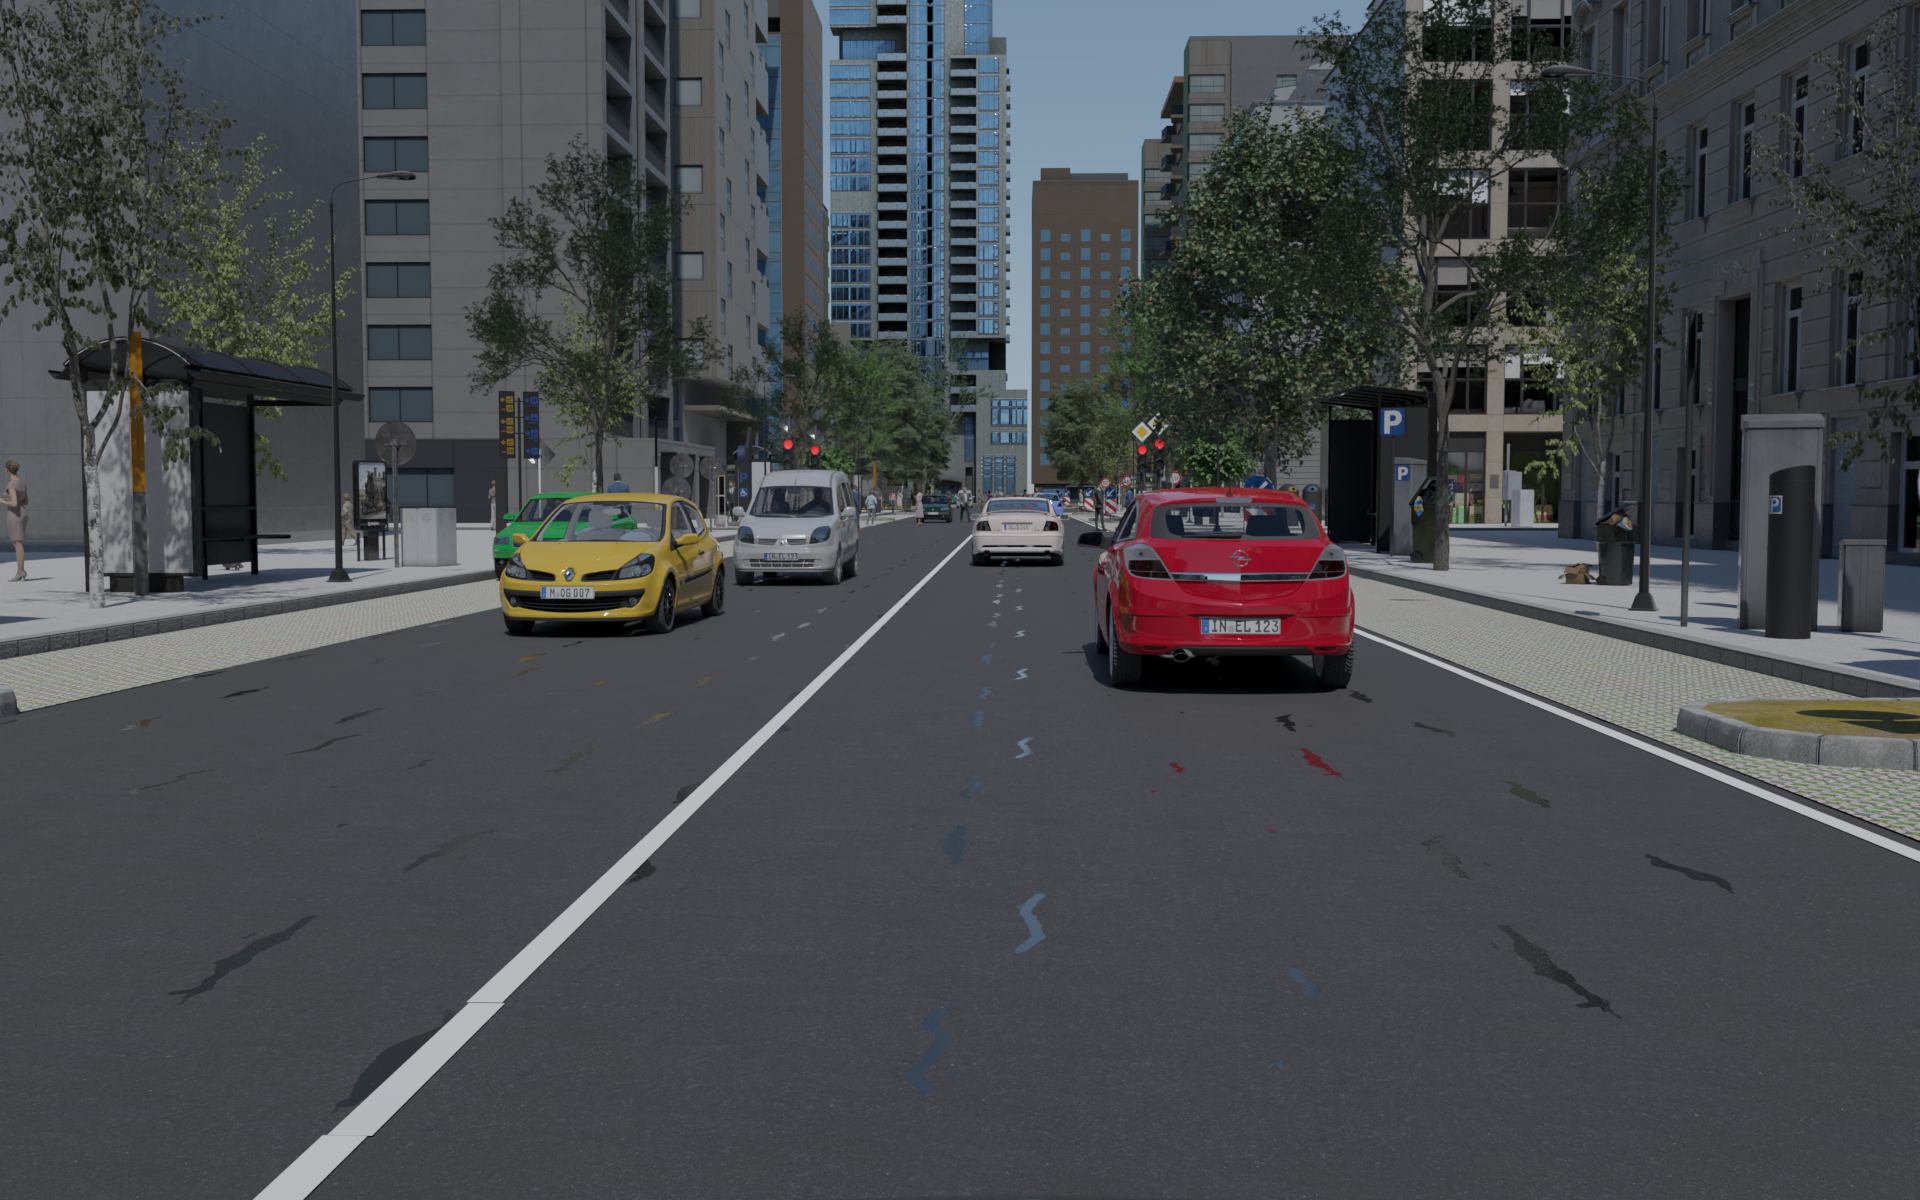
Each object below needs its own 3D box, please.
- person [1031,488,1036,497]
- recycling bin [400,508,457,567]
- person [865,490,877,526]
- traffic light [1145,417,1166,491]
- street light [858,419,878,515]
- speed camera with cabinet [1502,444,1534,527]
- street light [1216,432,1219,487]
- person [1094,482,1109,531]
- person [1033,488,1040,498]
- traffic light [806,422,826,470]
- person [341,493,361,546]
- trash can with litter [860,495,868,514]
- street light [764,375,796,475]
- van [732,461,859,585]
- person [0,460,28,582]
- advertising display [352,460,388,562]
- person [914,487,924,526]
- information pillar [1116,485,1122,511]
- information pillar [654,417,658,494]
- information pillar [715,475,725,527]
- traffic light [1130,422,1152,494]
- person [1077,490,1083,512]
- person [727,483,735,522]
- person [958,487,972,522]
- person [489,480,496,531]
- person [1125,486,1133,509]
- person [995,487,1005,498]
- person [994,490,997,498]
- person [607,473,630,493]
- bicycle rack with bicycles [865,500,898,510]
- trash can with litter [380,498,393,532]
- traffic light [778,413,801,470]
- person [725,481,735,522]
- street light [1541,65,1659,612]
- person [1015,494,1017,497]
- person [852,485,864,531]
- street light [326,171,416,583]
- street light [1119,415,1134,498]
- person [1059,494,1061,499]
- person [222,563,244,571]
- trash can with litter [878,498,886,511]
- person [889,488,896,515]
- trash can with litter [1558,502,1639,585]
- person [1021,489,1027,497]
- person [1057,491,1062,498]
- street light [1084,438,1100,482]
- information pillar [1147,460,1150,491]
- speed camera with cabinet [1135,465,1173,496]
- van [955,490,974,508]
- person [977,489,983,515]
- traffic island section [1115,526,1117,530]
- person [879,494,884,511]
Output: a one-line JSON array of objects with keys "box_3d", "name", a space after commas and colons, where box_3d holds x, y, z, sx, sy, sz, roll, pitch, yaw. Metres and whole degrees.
[{"box_3d": [4.670, -6.052, 107.439, 0.794, 1.824, 0.713, 2, 4, 33], "name": "person"}, {"box_3d": [-9.457, -1.119, 30.845, 0.722, 1.027, 0.722, 1, 4, 15], "name": "recycling bin"}, {"box_3d": [-3.957, -4.116, 77.612, 0.589, 1.601, 0.330, 2, 4, 28], "name": "person"}, {"box_3d": [6.788, -4.307, 59.335, 0.839, 4.253, 0.868, 0, 4, 2], "name": "traffic light"}, {"box_3d": [-5.781, -8.279, 107.896, 1.470, 5.913, 1.316, 0, 4, 2], "name": "street light"}, {"box_3d": [21.821, -4.486, 67.687, 0.660, 3.252, 2.038, 0, 4, -1], "name": "speed camera with cabinet"}, {"box_3d": [8.274, -5.300, 59.196, 1.470, 5.913, 1.316, 0, 4, 2], "name": "street light"}, {"box_3d": [5.468, -3.630, 67.216, 0.474, 1.900, 0.648, -1, 4, -22], "name": "person"}, {"box_3d": [4.640, -5.902, 105.087, 0.616, 1.811, 0.778, 1, 4, 14], "name": "person"}, {"box_3d": [-5.614, -4.818, 67.701, 0.839, 4.253, 0.868, 0, 4, 2], "name": "traffic light"}, {"box_3d": [-15.140, -1.987, 42.803, 0.640, 1.303, 0.475, -1, 4, -10], "name": "person"}, {"box_3d": [-6.753, -6.521, 117.670, 2.233, 1.210, 1.678, 3, 4, 38], "name": "trash can with litter"}, {"box_3d": [-7.074, -5.816, 67.639, 1.470, 5.913, 1.316, 0, 4, 2], "name": "street light"}, {"box_3d": [-2.664, -1.326, 28.693, 2.013, 2.044, 4.112, 0, 4, 3], "name": "van"}, {"box_3d": [-13.851, -1.161, 25.360, 0.374, 1.781, 0.599, 0, 4, -8], "name": "person"}, {"box_3d": [-11.339, -1.719, 33.317, 0.123, 1.923, 0.974, 1, 4, 14], "name": "advertising display"}, {"box_3d": [-1.910, -4.222, 78.093, 0.524, 1.755, 0.480, 2, 4, 23], "name": "person"}, {"box_3d": [12.287, -7.905, 133.735, 0.304, 2.012, 0.304, -3, 5, -41], "name": "information pillar"}, {"box_3d": [-9.317, -3.778, 53.132, 0.183, 3.616, 0.504, -1, 4, -11], "name": "information pillar"}, {"box_3d": [-9.399, -3.880, 67.929, 0.304, 2.012, 0.304, -2, 4, -29], "name": "information pillar"}, {"box_3d": [7.042, -4.795, 67.316, 0.839, 4.253, 0.868, 0, 4, 2], "name": "traffic light"}, {"box_3d": [9.562, -7.877, 137.641, 0.624, 1.780, 0.694, 0, 4, -6], "name": "person"}, {"box_3d": [-10.240, -4.397, 78.214, 0.520, 1.790, 0.573, -2, 4, -28], "name": "person"}, {"box_3d": [0.281, -4.810, 87.545, 0.661, 1.777, 0.834, -3, 4, -37], "name": "person"}, {"box_3d": [-16.152, -3.288, 60.344, 0.519, 1.759, 0.362, 2, 4, 35], "name": "person"}, {"box_3d": [7.982, -4.471, 81.783, 0.419, 1.800, 0.721, 0, 4, 7], "name": "person"}, {"box_3d": [2.138, -4.964, 89.842, 0.661, 1.801, 0.590, -1, 4, -17], "name": "person"}, {"box_3d": [2.806, -7.752, 135.992, 0.760, 1.731, 0.466, -1, 4, -9], "name": "person"}, {"box_3d": [-8.286, -2.206, 42.296, 0.721, 1.800, 0.419, -1, 4, -18], "name": "person"}, {"box_3d": [-6.375, -7.839, 141.551, 2.925, 0.926, 2.852, -1, 4, -15], "name": "bicycle rack with bicycles"}, {"box_3d": [-19.755, -2.897, 58.754, 0.624, 1.170, 1.055, 1, 4, 23], "name": "trash can with litter"}, {"box_3d": [-5.868, -4.330, 59.720, 0.839, 4.253, 0.868, 0, 4, 2], "name": "traffic light"}, {"box_3d": [-10.052, -4.325, 76.539, 0.659, 1.850, 0.755, 0, 4, 2], "name": "person"}, {"box_3d": [6.997, -2.838, 18.938, 1.470, 5.913, 1.316, 0, 4, 2], "name": "street light"}, {"box_3d": [5.636, -10.071, 176.423, 1.065, 1.426, 0.557, 3, 4, 36], "name": "person"}, {"box_3d": [-4.104, -3.630, 68.039, 0.419, 1.800, 0.721, -2, 4, -32], "name": "person"}, {"box_3d": [-8.518, -3.213, 25.076, 1.470, 5.913, 1.316, 0, 4, 2], "name": "street light"}, {"box_3d": [9.546, -7.837, 100.682, 1.470, 5.913, 1.316, 0, 4, 2], "name": "street light"}, {"box_3d": [10.742, -10.646, 185.781, 0.599, 1.433, 0.991, -1, 4, -22], "name": "person"}, {"box_3d": [-12.571, -1.361, 28.508, 0.699, 1.804, 1.509, 3, 5, 41], "name": "person"}, {"box_3d": [-6.324, -7.565, 135.073, 0.624, 1.170, 1.055, 3, 5, 42], "name": "trash can with litter"}, {"box_3d": [-4.588, -6.675, 117.637, 0.555, 1.821, 0.388, -2, 4, -33], "name": "person"}, {"box_3d": [8.998, -0.798, 24.433, 1.055, 1.170, 0.624, 3, 4, 36], "name": "trash can with litter"}, {"box_3d": [5.745, -8.926, 154.072, 0.705, 1.869, 1.348, 3, 4, 38], "name": "person"}, {"box_3d": [10.698, -11.010, 188.520, 0.705, 1.822, 1.348, -2, 4, -28], "name": "person"}, {"box_3d": [10.902, -10.388, 142.378, 1.470, 5.913, 1.316, 0, 4, 2], "name": "street light"}, {"box_3d": [13.084, -7.897, 120.471, 0.183, 3.616, 0.504, -1, 4, -10], "name": "information pillar"}, {"box_3d": [10.530, -6.097, 94.028, 2.038, 3.252, 0.660, -1, 4, -18], "name": "speed camera with cabinet"}, {"box_3d": [0.478, -10.470, 178.193, 2.013, 2.044, 4.112, 0, 4, 0], "name": "van"}, {"box_3d": [1.435, -6.488, 114.855, 0.573, 1.790, 0.520, 0, 4, -4], "name": "person"}, {"box_3d": [7.081, -2.761, 67.429, 2.009, 0.180, 2.903, 0, 4, 2], "name": "traffic island section"}, {"box_3d": [-5.932, -7.349, 130.465, 0.640, 1.303, 0.475, 3, 4, 37], "name": "person"}]
